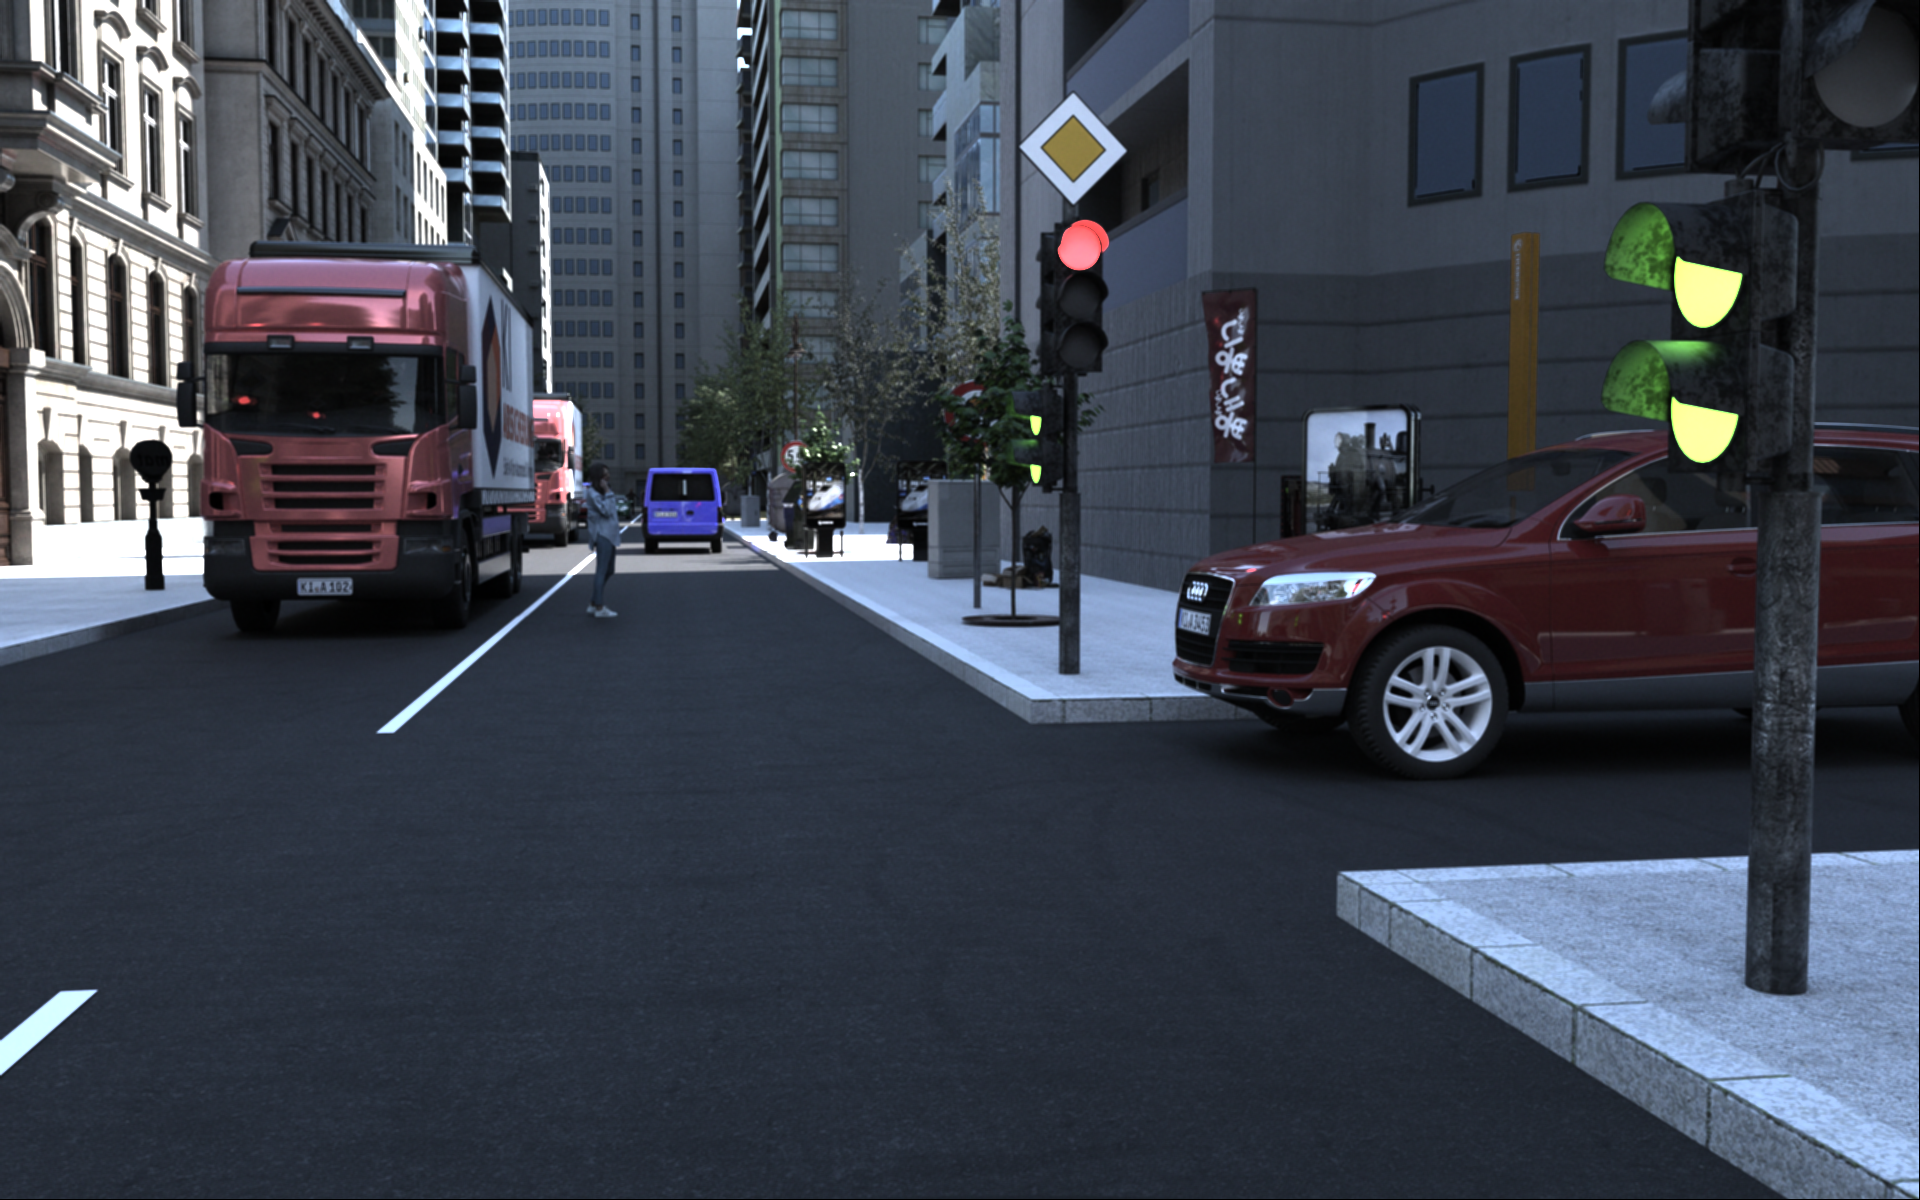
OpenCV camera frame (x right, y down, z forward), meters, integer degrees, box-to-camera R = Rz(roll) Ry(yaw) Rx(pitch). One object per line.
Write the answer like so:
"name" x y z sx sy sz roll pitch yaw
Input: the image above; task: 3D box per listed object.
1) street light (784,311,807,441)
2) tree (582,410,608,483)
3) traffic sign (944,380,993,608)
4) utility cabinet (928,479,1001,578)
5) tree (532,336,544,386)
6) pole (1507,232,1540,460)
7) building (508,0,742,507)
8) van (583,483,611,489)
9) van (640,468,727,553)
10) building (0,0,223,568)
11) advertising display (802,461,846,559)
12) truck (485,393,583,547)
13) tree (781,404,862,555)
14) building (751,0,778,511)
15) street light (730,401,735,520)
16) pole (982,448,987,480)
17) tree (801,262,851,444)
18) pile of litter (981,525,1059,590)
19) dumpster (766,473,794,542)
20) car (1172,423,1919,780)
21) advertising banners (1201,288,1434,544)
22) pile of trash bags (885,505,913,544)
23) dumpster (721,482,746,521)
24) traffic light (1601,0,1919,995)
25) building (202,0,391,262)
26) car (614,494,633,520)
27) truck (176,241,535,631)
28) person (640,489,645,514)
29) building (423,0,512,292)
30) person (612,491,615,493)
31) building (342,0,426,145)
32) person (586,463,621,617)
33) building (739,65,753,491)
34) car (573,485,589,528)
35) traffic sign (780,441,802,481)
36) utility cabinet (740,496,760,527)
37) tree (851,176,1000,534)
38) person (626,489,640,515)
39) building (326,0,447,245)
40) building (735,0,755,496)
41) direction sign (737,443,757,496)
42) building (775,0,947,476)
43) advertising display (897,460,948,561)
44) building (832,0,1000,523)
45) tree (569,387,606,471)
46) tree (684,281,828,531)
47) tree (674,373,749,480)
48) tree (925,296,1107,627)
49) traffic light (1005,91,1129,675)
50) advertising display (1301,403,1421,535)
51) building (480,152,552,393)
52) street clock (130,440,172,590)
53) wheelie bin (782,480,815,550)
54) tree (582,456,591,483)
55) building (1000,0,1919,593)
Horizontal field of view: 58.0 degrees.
"street light" -4.167 -4.354 43.968 0.468 5.910 1.993 -1 4 -10
"tree" -32.995 -12.314 151.692 4.360 8.622 3.978 0 3 0
"traffic sign" 0.196 -1.181 19.419 0.768 2.556 0.104 0 4 -7
"utility cabinet" 0.076 -1.088 26.462 1.173 1.500 0.318 -3 4 -37
"tree" -18.672 -7.235 68.651 4.360 8.622 3.978 0 3 0
"pole" 4.429 -1.212 13.661 0.158 3.312 0.155 0 3 0
"building" -37.390 -39.001 179.666 28.212 58.520 21.231 -1 4 -10
"van" -19.215 -5.270 90.545 2.240 2.365 5.245 -1 4 -9
"van" -6.973 -2.403 43.681 2.240 2.365 5.245 -1 4 -9
"building" -22.012 -12.782 28.067 14.460 24.649 34.723 -1 4 -10
"advertising display" -2.709 -1.795 34.564 0.974 1.923 0.123 -3 4 -39
"truck" -12.413 -3.747 50.178 2.839 4.237 11.283 -1 4 -10
"tree" -3.096 -2.587 36.895 1.663 3.219 1.824 0 3 0
"building" -3.229 -30.399 120.727 21.300 48.544 21.600 -1 4 -10
"street light" -11.295 -6.920 85.922 0.468 5.910 1.993 -1 4 -10
"pole" 0.761 -3.674 53.908 0.158 3.312 0.155 0 3 0
"tree" -3.075 -6.381 54.692 4.360 8.622 3.978 0 3 0
"pile of litter" 0.830 -0.615 24.015 1.176 0.858 1.719 1 4 13
"dumpster" -4.596 -2.535 47.208 1.264 1.857 1.865 -1 4 -10
"car" 3.838 -0.072 9.854 5.304 1.827 2.281 -1 4 -10
"advertising banners" 2.935 -1.117 14.451 2.074 3.025 0.090 2 4 35
"pile of trash bags" -0.292 -2.172 45.265 1.912 1.369 3.447 3 4 37
"dumpster" -10.806 -4.721 82.951 1.264 1.857 1.865 -1 4 -10
"traffic light" 2.103 -0.946 4.386 0.839 4.253 0.868 -1 4 -10
"building" -24.997 -11.658 55.242 10.561 19.102 19.286 -1 4 -10
"car" -19.677 -5.310 98.610 2.131 1.459 4.920 -1 4 -10
"truck" -6.995 -2.002 21.640 2.839 4.237 11.283 -1 4 -9
"person" -22.140 -6.882 121.534 0.721 1.766 1.217 -1 4 -19
"building" -42.129 -49.420 120.695 22.319 86.520 31.000 -1 4 -10
"person" -28.833 -8.224 143.902 0.756 1.711 0.436 2 4 24
"building" -42.423 -24.579 93.751 32.217 40.220 23.993 -1 4 -10
"person" -4.193 -0.700 20.217 0.793 1.790 0.793 -2 4 -32
"building" -15.845 -32.401 179.859 14.200 45.320 14.600 -1 4 -10
"car" -16.740 -4.034 74.637 2.281 1.827 5.304 -1 4 -8
"traffic sign" -3.910 -2.530 41.464 0.768 2.556 0.104 0 4 -2
"utility cabinet" -8.132 -3.432 67.269 0.306 1.237 1.020 2 4 24
"tree" 0.525 -5.464 39.703 4.360 8.622 3.978 0 3 0
"person" -22.273 -6.648 117.332 1.348 1.807 0.705 0 4 3
"building" -28.205 -13.396 73.781 10.420 20.320 16.860 -1 4 -10
"building" -7.444 -30.063 146.156 22.147 44.769 28.867 -1 4 -10
"direction sign" -9.411 -5.171 76.538 0.876 3.537 0.379 1 4 10
"building" -3.997 -25.631 102.668 14.154 41.232 14.086 -1 4 -10
"advertising display" -0.717 -1.703 33.058 0.974 1.923 0.123 1 4 8
"building" 7.099 -46.446 72.056 22.319 86.520 31.000 -1 4 -10
"tree" -26.967 -10.374 119.984 4.737 8.622 4.395 0 3 0
"tree" -6.661 -6.742 60.594 4.737 8.622 4.395 0 3 0
"tree" -23.174 -14.983 163.092 7.486 12.596 7.792 0 3 0
"tree" 0.407 -1.380 17.160 1.663 3.219 1.824 0 3 0
"traffic light" 0.763 -1.427 12.258 0.839 4.253 0.868 -1 4 -10
"advertising display" 2.913 -0.456 12.671 0.123 1.923 0.974 -3 5 -40
"building" -42.292 -23.017 148.035 14.107 30.474 14.160 -1 4 -10
"street clock" -10.797 -1.137 23.166 0.471 2.002 0.358 -3 5 -44
"wheelie bin" -3.671 -1.953 39.839 0.693 1.594 0.980 -2 4 -31
"tree" -28.540 -8.766 127.033 4.285 4.588 4.351 0 3 0
"building" 16.095 -29.612 26.151 28.212 58.520 21.231 -1 4 -10
